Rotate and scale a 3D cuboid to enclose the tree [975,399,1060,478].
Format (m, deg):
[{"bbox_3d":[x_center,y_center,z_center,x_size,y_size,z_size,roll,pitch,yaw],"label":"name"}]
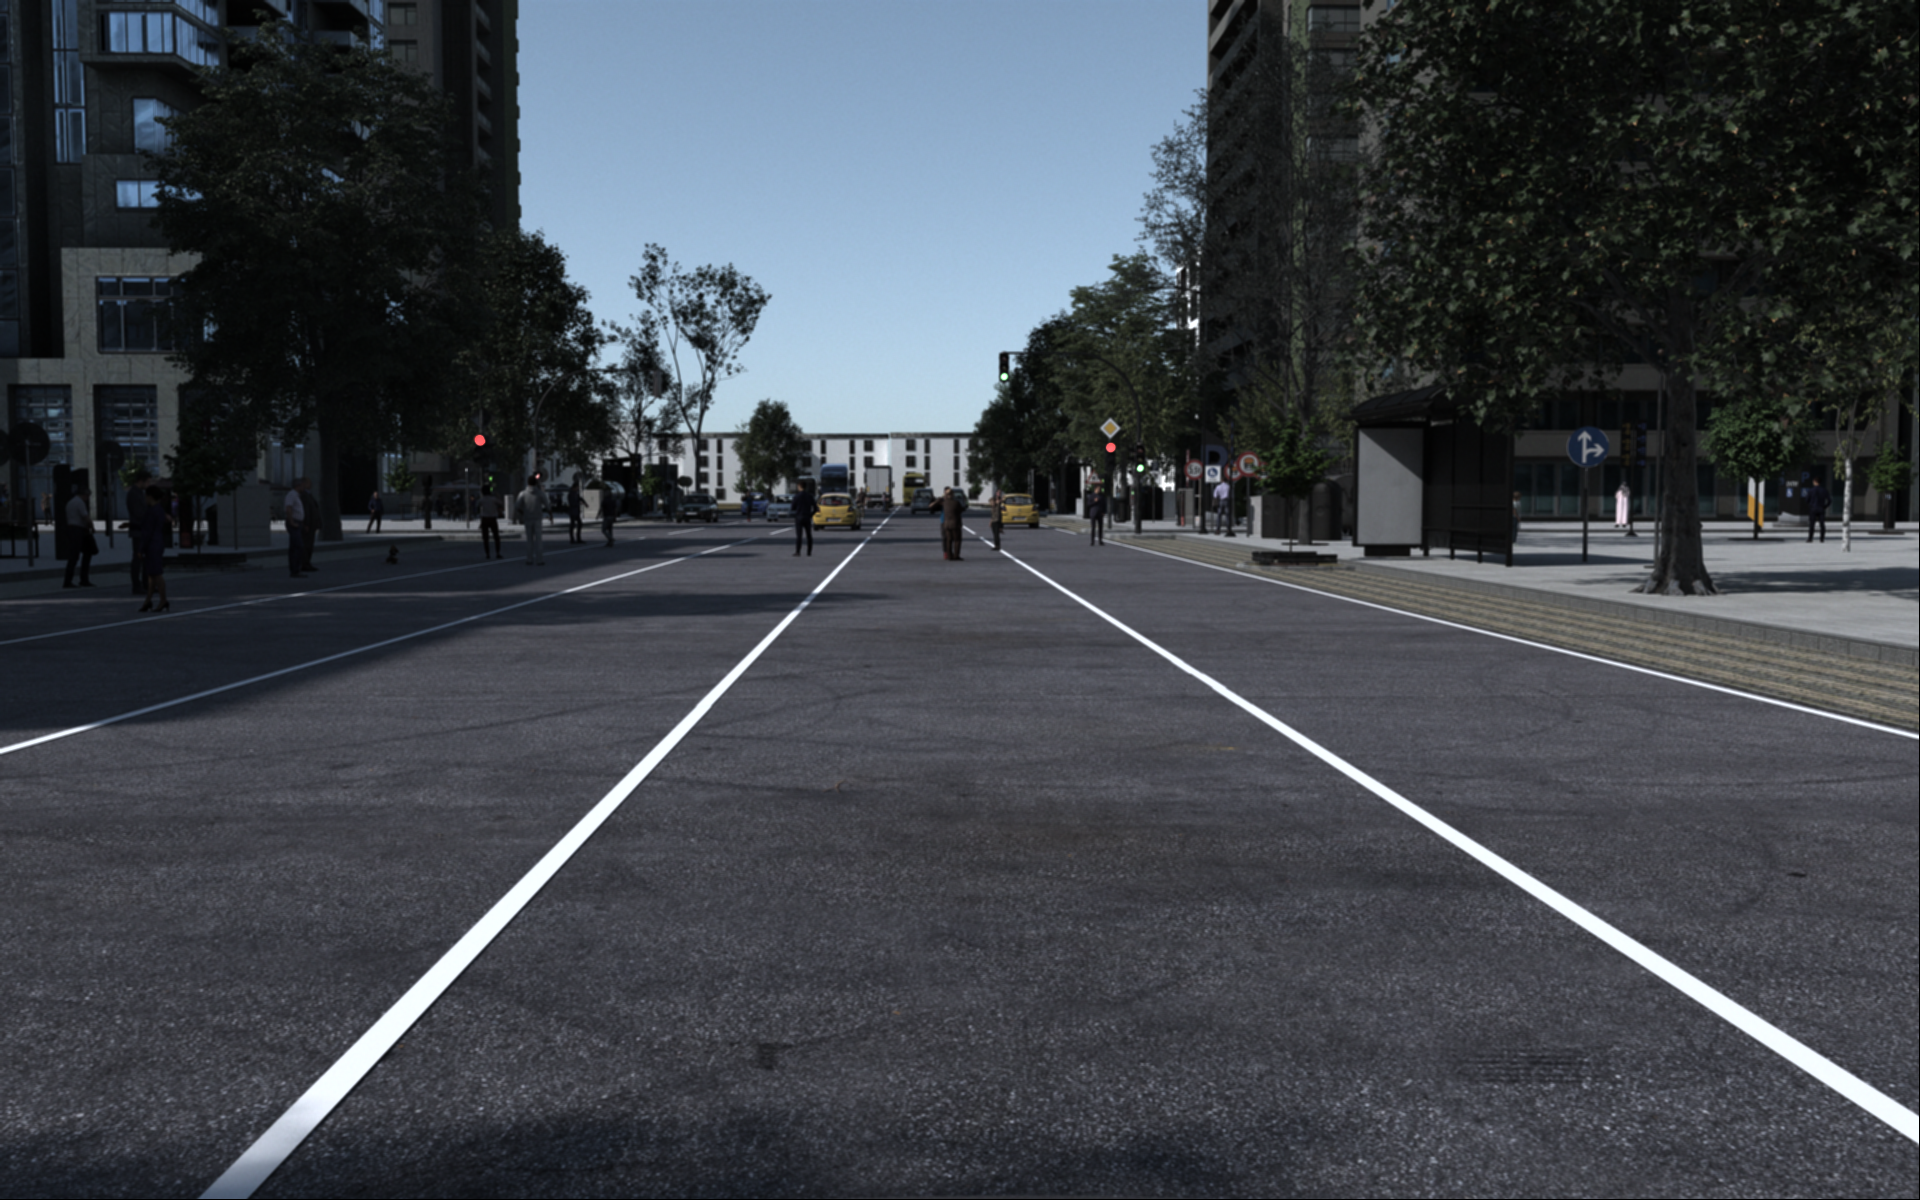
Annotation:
[{"bbox_3d":[5.806,-13.609,156.924,8.767,10.594,7.601,-1,4,-14],"label":"tree"}]

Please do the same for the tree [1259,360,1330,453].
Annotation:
[{"bbox_3d":[18.119,-8.642,91.656,4.360,8.622,3.978,0,3,0],"label":"tree"}]

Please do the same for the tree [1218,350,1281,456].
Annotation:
[{"bbox_3d":[15.681,-8.324,86.462,4.737,8.622,4.395,0,3,0],"label":"tree"}]

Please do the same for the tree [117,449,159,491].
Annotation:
[{"bbox_3d":[-35.347,-4.887,74.503,1.663,3.219,1.824,0,3,0],"label":"tree"}]

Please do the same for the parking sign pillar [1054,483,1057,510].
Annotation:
[{"bbox_3d":[8.206,-9.113,137.476,1.447,3.967,1.447,2,4,24],"label":"parking sign pillar"}]

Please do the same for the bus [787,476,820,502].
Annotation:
[{"bbox_3d":[-15.358,-10.885,172.835,2.948,3.499,13.247,0,4,-2],"label":"bus"}]

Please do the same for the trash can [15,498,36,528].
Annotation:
[{"bbox_3d":[-35.200,-3.279,65.271,0.748,1.137,0.748,0,3,0],"label":"trash can"}]

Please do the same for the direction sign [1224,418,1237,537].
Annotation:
[{"bbox_3d":[8.125,-3.668,51.968,0.379,3.537,0.876,0,4,1],"label":"direction sign"}]

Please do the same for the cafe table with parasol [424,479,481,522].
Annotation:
[{"bbox_3d":[-23.292,-4.650,80.896,2.610,1.966,2.610,1,4,9],"label":"cafe table with parasol"}]

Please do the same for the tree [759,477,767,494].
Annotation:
[{"bbox_3d":[-20.982,-11.458,181.931,1.663,3.219,1.824,0,3,0],"label":"tree"}]

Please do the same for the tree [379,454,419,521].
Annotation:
[{"bbox_3d":[-26.582,-5.391,82.743,1.663,3.219,1.824,0,3,0],"label":"tree"}]

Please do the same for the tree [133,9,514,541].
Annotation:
[{"bbox_3d":[-17.202,-8.597,47.208,9.857,13.997,8.962,0,3,0],"label":"tree"}]

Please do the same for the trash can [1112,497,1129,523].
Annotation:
[{"bbox_3d":[7.183,-4.030,77.551,0.748,1.137,0.748,0,3,0],"label":"trash can"}]

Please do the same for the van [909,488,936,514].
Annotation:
[{"bbox_3d":[-2.689,-7.234,125.290,2.013,2.044,4.112,0,4,-3],"label":"van"}]

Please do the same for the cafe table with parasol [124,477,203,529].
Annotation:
[{"bbox_3d":[-31.639,-3.901,68.651,2.610,1.966,2.610,-1,4,-8],"label":"cafe table with parasol"}]

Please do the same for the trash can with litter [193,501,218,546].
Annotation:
[{"bbox_3d":[-18.777,-1.947,43.223,1.055,1.170,0.624,0,4,-3],"label":"trash can with litter"}]

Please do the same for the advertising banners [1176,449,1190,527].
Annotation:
[{"bbox_3d":[8.803,-4.413,68.338,0.090,3.025,2.074,0,4,-5],"label":"advertising banners"}]

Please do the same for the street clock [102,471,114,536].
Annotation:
[{"bbox_3d":[-25.880,-2.940,52.635,0.358,2.002,0.471,-1,4,-17],"label":"street clock"}]

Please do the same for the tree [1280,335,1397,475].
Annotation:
[{"bbox_3d":[17.973,-7.916,79.782,4.737,8.622,4.395,0,3,0],"label":"tree"}]

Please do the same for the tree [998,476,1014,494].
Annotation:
[{"bbox_3d":[4.980,-11.455,181.897,1.663,3.219,1.824,0,3,0],"label":"tree"}]

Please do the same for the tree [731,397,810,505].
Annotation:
[{"bbox_3d":[-22.420,-17.621,205.108,9.611,12.733,9.660,0,3,0],"label":"tree"}]

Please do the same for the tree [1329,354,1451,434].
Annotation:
[{"bbox_3d":[18.762,-7.525,73.392,4.360,8.622,3.978,0,3,0],"label":"tree"}]

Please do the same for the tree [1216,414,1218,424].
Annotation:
[{"bbox_3d":[17.611,-9.321,102.760,4.737,8.622,4.395,0,3,0],"label":"tree"}]

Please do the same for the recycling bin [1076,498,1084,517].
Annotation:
[{"bbox_3d":[7.112,-5.287,99.003,0.722,1.027,0.722,2,4,33],"label":"recycling bin"}]

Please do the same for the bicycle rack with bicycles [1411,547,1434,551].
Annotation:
[{"bbox_3d":[11.046,-1.653,40.407,2.925,0.926,2.852,0,4,-7],"label":"bicycle rack with bicycles"}]

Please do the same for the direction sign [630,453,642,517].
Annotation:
[{"bbox_3d":[-18.030,-6.387,96.426,0.379,3.537,0.876,2,4,32],"label":"direction sign"}]

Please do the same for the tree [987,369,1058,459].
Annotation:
[{"bbox_3d":[5.764,-13.308,143.344,9.928,11.665,9.643,0,3,0],"label":"tree"}]

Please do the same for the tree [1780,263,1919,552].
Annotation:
[{"bbox_3d":[19.863,-5.366,38.099,4.737,8.622,4.395,0,3,0],"label":"tree"}]

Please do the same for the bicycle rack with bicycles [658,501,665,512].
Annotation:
[{"bbox_3d":[-21.541,-6.734,123.481,2.852,0.926,2.925,1,4,15],"label":"bicycle rack with bicycles"}]

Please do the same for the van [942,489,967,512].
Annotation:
[{"bbox_3d":[-0.416,-8.283,142.444,2.013,2.044,4.112,0,4,-3],"label":"van"}]

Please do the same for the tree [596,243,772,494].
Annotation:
[{"bbox_3d":[-21.019,-16.870,131.715,12.611,20.169,13.585,0,3,0],"label":"tree"}]

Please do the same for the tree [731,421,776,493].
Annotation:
[{"bbox_3d":[-20.490,-13.456,170.364,4.737,8.622,4.395,0,3,0],"label":"tree"}]

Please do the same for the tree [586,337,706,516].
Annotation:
[{"bbox_3d":[-19.279,-10.274,102.400,7.601,10.594,8.767,1,4,22],"label":"tree"}]

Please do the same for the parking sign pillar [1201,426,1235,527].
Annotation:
[{"bbox_3d":[10.133,-4.885,68.334,1.447,3.967,1.447,1,4,23],"label":"parking sign pillar"}]

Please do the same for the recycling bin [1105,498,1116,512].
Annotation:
[{"bbox_3d":[10.649,-6.740,122.755,0.722,1.027,0.722,-2,4,-30],"label":"recycling bin"}]

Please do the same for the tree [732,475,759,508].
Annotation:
[{"bbox_3d":[-20.459,-10.319,163.310,1.663,3.219,1.824,0,3,0],"label":"tree"}]

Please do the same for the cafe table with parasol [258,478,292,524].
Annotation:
[{"bbox_3d":[-29.906,-4.227,73.982,2.610,1.966,2.610,-2,4,-25],"label":"cafe table with parasol"}]

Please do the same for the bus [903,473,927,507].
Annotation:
[{"bbox_3d":[-5.283,-12.881,202.145,2.896,3.916,12.252,0,4,-1],"label":"bus"}]

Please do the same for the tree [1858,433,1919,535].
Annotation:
[{"bbox_3d":[29.496,-3.695,55.007,1.663,3.219,1.824,0,3,0],"label":"tree"}]

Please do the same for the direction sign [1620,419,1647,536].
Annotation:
[{"bbox_3d":[20.463,-3.712,52.690,0.876,3.537,0.379,-1,4,-14],"label":"direction sign"}]

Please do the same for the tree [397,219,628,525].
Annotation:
[{"bbox_3d":[-18.612,-9.502,72.368,9.611,12.733,9.660,0,3,0],"label":"tree"}]

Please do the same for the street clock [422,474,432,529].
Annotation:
[{"bbox_3d":[-19.441,-3.588,63.235,0.358,2.002,0.471,0,4,1],"label":"street clock"}]

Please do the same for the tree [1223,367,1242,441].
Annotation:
[{"bbox_3d":[16.096,-12.452,121.710,7.486,12.596,7.792,0,3,0],"label":"tree"}]

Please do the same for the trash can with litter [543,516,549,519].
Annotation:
[{"bbox_3d":[-21.571,-4.807,89.648,1.678,1.210,2.233,1,4,11],"label":"trash can with litter"}]

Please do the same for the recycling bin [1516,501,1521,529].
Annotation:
[{"bbox_3d":[19.988,-3.098,63.213,0.722,1.027,0.722,0,4,-3],"label":"recycling bin"}]

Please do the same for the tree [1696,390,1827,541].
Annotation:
[{"bbox_3d":[22.209,-3.956,48.396,4.285,4.588,4.351,0,3,0],"label":"tree"}]

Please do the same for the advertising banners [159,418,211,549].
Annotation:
[{"bbox_3d":[-18.224,-2.721,40.676,2.074,3.025,0.090,2,4,31],"label":"advertising banners"}]

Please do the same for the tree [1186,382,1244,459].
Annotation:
[{"bbox_3d":[16.313,-9.903,112.268,4.360,8.622,3.978,0,3,0],"label":"tree"}]

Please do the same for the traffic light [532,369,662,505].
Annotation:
[{"bbox_3d":[-13.265,-5.405,63.046,4.771,5.953,1.251,0,4,-2],"label":"traffic light"}]

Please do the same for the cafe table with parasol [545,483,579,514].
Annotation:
[{"bbox_3d":[-25.420,-6.468,110.615,2.610,1.966,2.610,2,4,30],"label":"cafe table with parasol"}]

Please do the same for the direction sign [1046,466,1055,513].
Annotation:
[{"bbox_3d":[6.012,-7.514,114.843,0.379,3.537,0.876,-3,5,-40],"label":"direction sign"}]

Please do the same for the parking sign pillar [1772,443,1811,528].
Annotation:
[{"bbox_3d":[32.123,-4.782,66.656,1.447,3.967,1.447,-1,4,-10],"label":"parking sign pillar"}]
